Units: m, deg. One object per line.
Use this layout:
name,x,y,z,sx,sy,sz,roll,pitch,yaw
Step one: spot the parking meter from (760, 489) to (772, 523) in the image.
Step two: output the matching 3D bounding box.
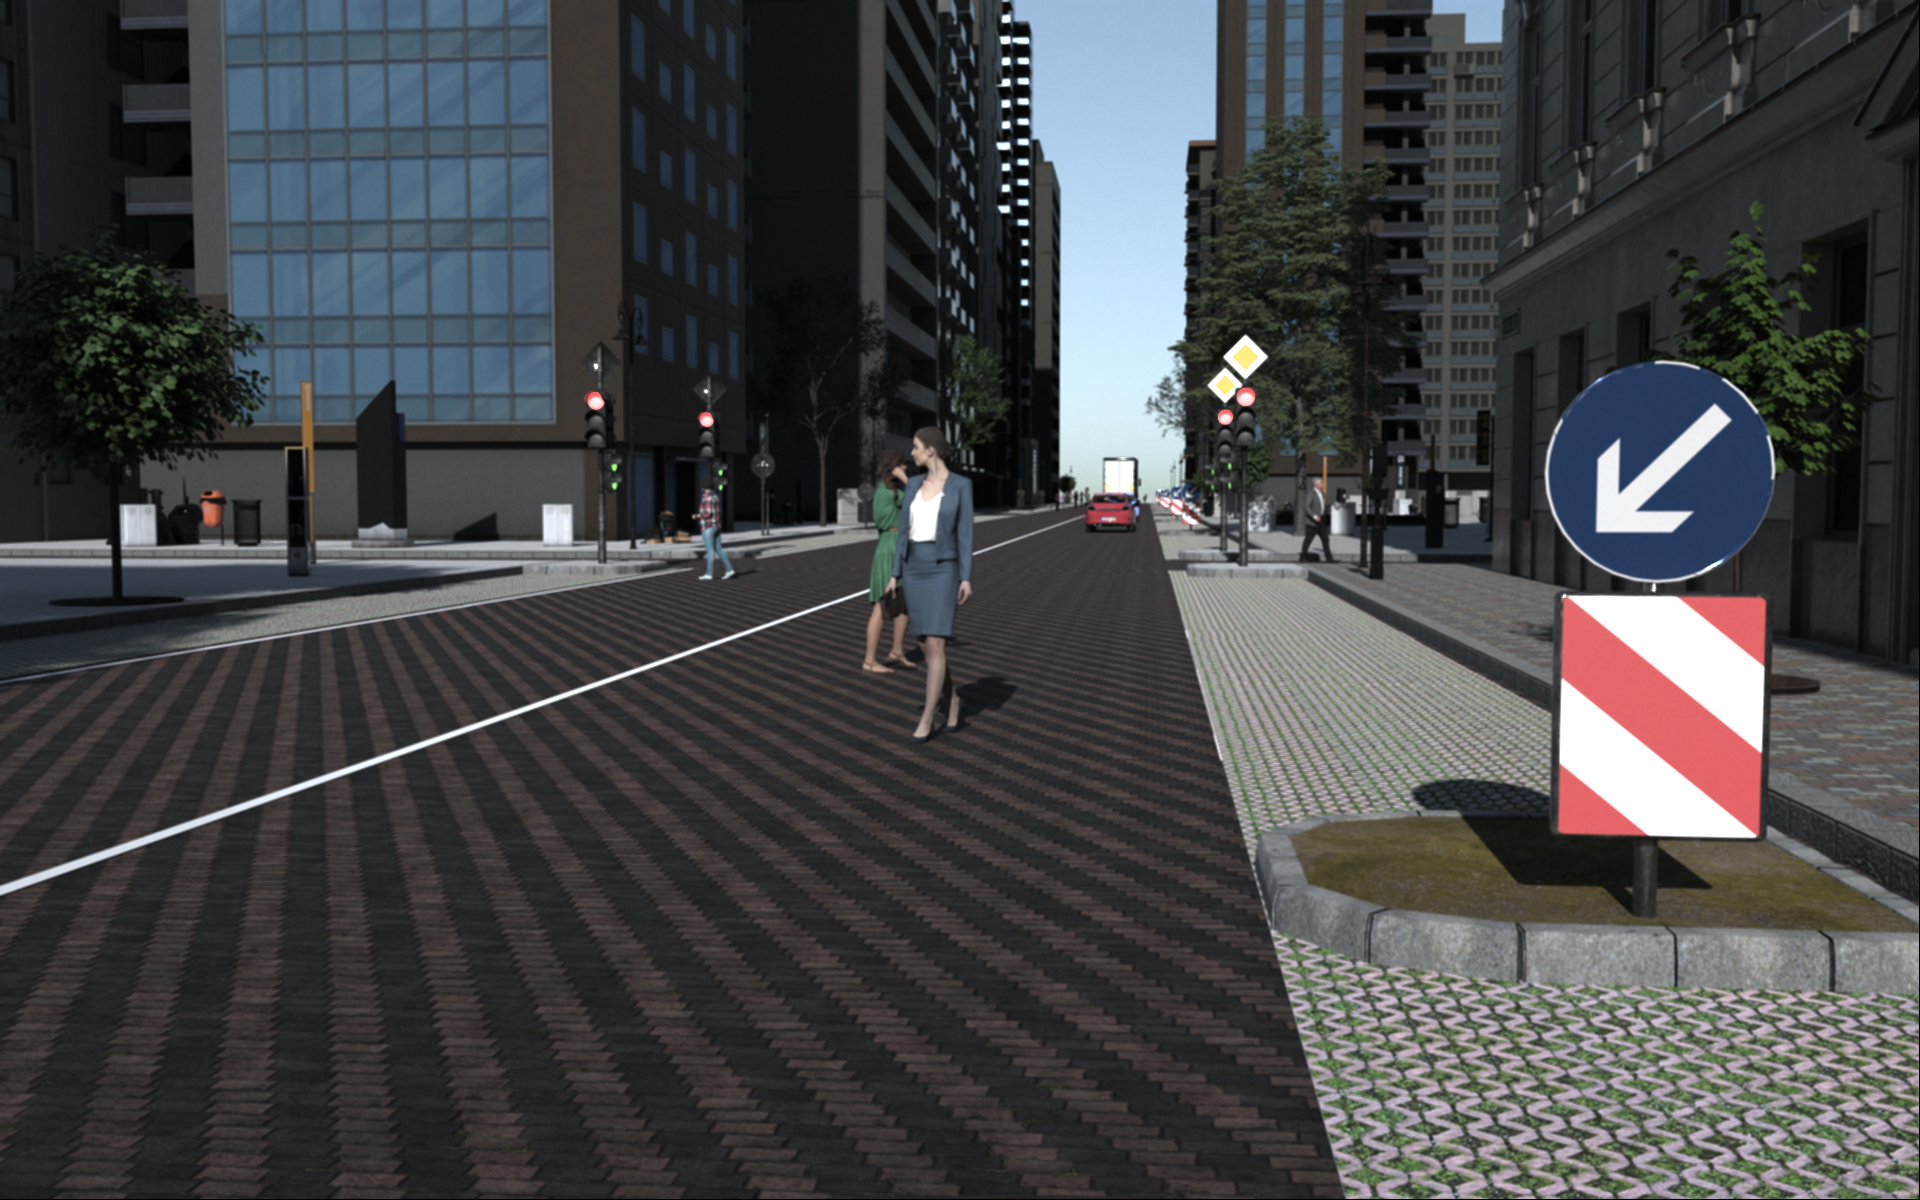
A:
parking meter,-8.715,-4.191,76.938,0.372,1.533,0.369,0,3,0

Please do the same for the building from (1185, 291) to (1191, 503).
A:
building,37.490,-28.245,233.506,14.160,30.474,14.107,0,4,6

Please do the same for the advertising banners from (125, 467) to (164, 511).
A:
advertising banners,-21.899,-3.072,46.410,0.090,3.025,2.074,0,4,2

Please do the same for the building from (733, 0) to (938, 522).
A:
building,-12.970,-28.553,90.541,21.300,48.544,21.600,0,4,6

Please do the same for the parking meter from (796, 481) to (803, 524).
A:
parking meter,-6.963,-4.245,75.116,0.255,1.863,0.399,0,4,0

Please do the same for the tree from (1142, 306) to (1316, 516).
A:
tree,16.096,-11.742,102.357,12.009,13.543,11.850,0,3,0

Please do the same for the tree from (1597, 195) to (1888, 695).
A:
tree,5.146,-1.022,11.319,1.663,3.219,1.824,0,3,0

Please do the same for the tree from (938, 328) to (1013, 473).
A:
tree,-0.580,-11.040,106.267,9.928,11.665,9.643,0,3,0

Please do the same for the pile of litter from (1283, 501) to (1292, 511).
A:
pile of litter,19.778,-5.441,102.926,1.176,0.858,1.719,3,5,43

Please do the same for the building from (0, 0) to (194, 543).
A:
building,-31.179,-22.378,49.474,14.086,41.232,14.154,0,4,6

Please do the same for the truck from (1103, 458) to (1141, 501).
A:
truck,12.969,-9.173,138.893,2.839,4.237,11.283,0,4,7

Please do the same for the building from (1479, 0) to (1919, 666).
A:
building,14.441,-14.039,5.952,17.030,29.872,44.131,0,4,6

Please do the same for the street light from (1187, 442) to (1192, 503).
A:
street light,20.150,-10.966,152.086,0.468,5.910,1.993,0,4,6

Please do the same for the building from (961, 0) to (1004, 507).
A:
building,-10.355,-34.880,159.523,28.713,52.752,27.495,0,4,6

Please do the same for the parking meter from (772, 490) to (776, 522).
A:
parking meter,-8.390,-4.215,77.327,0.372,1.533,0.369,0,3,0

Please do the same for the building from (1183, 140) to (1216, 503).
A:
building,38.461,-34.001,210.547,22.147,44.769,28.867,0,4,6

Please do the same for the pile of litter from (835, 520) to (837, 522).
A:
pile of litter,-4.973,-3.942,78.414,1.176,0.858,1.719,-2,4,-33

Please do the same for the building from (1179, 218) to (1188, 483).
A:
building,44.511,-38.835,254.552,23.786,49.044,30.456,0,4,6

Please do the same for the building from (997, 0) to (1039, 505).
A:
building,-1.030,-55.107,213.667,22.319,86.520,31.000,0,4,6

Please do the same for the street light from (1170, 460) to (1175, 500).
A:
street light,28.997,-15.997,234.331,0.468,5.910,1.993,0,4,6

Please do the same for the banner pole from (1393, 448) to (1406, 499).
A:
banner pole,23.627,-6.327,93.460,0.863,3.779,0.401,-1,4,-12

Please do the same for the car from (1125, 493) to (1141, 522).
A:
car,8.601,-5.021,91.683,1.945,1.707,3.694,0,4,4

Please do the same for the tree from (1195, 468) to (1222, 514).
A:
tree,16.416,-7.169,111.811,1.663,3.219,1.824,0,3,0

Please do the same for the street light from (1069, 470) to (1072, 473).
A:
street light,17.494,-18.369,273.119,0.468,5.910,1.993,0,4,6

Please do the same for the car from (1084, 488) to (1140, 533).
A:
car,5.778,-3.489,66.083,2.155,1.783,4.494,0,4,8

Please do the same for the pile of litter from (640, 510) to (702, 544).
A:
pile of litter,-7.549,-1.920,45.360,1.719,0.858,1.176,-1,4,-17

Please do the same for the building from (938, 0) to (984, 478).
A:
building,-10.783,-31.251,130.556,23.786,49.044,30.456,0,4,6

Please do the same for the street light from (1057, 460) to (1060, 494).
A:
street light,13.417,-16.119,236.326,0.468,5.910,1.993,0,4,6

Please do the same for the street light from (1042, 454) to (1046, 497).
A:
street light,9.633,-13.878,199.690,0.468,5.910,1.993,0,4,6

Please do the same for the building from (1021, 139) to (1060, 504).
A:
building,2.707,-37.745,240.827,21.300,48.544,21.600,0,4,6

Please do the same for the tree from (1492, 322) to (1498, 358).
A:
tree,20.569,-6.746,60.655,4.737,8.622,4.395,0,3,0

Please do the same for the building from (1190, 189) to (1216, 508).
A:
building,29.682,-24.106,165.829,14.160,30.474,14.107,0,4,6

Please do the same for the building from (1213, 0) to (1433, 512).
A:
building,25.876,-29.130,126.393,14.600,45.320,14.200,0,4,6

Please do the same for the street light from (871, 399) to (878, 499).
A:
street light,-3.819,-6.366,76.877,0.468,5.910,1.993,0,4,6

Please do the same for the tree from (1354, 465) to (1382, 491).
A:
tree,21.798,-5.899,91.044,1.663,3.219,1.824,0,3,0

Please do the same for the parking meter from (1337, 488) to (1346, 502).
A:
parking meter,16.431,-4.052,74.656,0.372,1.533,0.369,0,3,0

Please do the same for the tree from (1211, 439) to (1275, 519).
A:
tree,14.641,-6.483,89.710,4.285,4.588,4.351,0,3,0

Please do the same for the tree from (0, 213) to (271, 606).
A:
tree,-10.052,-2.242,20.365,4.285,4.588,4.351,0,3,0

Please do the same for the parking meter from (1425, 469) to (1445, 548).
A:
parking meter,11.313,-2.174,41.249,0.399,1.863,0.255,-2,4,-31

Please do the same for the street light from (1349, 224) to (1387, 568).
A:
street light,7.027,-3.498,29.986,0.468,5.910,1.993,0,4,6

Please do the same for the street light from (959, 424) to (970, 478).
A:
street light,0.175,-8.606,113.490,0.468,5.910,1.993,0,4,6

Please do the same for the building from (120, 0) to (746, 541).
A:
building,-15.095,-24.637,52.931,14.600,45.320,14.200,0,4,6

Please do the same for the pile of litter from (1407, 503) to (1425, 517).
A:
pile of litter,21.259,-4.135,81.570,1.719,0.858,1.176,1,4,18

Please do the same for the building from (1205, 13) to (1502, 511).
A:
building,37.013,-27.706,144.879,32.217,40.220,23.993,0,4,6

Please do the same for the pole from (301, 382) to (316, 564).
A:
pole,-11.870,-2.307,31.557,0.158,3.312,0.155,0,3,0

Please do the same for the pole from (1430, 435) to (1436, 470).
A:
pole,16.223,-4.012,59.439,0.158,3.312,0.155,0,3,0

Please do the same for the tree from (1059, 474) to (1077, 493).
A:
tree,16.463,-17.400,268.202,4.285,4.588,4.351,0,3,0

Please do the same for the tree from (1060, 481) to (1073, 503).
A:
tree,15.603,-16.069,257.333,1.663,3.219,1.824,0,3,0

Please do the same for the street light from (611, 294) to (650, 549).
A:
street light,-7.625,-4.126,40.244,0.468,5.910,1.993,0,4,6

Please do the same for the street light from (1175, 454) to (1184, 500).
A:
street light,25.136,-13.752,197.625,0.468,5.910,1.993,0,4,6

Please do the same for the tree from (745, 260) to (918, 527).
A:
tree,-5.192,-8.182,68.185,8.767,10.594,7.601,2,4,32

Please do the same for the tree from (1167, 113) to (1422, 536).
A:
tree,10.148,-8.231,52.706,7.486,12.596,7.792,0,3,0

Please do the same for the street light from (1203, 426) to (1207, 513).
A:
street light,16.303,-8.726,115.457,0.468,5.910,1.993,0,4,6

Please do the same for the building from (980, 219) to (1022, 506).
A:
building,-1.027,-25.054,181.339,14.160,30.474,14.107,0,4,6

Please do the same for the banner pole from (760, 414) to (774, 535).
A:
banner pole,-6.052,-3.894,53.689,0.401,3.779,0.863,1,4,15

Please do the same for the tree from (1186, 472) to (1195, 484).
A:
tree,17.439,-8.144,127.755,1.663,3.219,1.824,0,3,0

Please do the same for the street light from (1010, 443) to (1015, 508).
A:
street light,4.623,-11.086,154.038,0.468,5.910,1.993,0,4,6

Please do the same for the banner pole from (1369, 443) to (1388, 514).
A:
banner pole,18.142,-5.206,75.135,0.863,3.779,0.401,-1,4,-9

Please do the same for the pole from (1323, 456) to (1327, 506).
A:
pole,19.777,-6.118,93.874,0.158,3.312,0.155,0,3,0
